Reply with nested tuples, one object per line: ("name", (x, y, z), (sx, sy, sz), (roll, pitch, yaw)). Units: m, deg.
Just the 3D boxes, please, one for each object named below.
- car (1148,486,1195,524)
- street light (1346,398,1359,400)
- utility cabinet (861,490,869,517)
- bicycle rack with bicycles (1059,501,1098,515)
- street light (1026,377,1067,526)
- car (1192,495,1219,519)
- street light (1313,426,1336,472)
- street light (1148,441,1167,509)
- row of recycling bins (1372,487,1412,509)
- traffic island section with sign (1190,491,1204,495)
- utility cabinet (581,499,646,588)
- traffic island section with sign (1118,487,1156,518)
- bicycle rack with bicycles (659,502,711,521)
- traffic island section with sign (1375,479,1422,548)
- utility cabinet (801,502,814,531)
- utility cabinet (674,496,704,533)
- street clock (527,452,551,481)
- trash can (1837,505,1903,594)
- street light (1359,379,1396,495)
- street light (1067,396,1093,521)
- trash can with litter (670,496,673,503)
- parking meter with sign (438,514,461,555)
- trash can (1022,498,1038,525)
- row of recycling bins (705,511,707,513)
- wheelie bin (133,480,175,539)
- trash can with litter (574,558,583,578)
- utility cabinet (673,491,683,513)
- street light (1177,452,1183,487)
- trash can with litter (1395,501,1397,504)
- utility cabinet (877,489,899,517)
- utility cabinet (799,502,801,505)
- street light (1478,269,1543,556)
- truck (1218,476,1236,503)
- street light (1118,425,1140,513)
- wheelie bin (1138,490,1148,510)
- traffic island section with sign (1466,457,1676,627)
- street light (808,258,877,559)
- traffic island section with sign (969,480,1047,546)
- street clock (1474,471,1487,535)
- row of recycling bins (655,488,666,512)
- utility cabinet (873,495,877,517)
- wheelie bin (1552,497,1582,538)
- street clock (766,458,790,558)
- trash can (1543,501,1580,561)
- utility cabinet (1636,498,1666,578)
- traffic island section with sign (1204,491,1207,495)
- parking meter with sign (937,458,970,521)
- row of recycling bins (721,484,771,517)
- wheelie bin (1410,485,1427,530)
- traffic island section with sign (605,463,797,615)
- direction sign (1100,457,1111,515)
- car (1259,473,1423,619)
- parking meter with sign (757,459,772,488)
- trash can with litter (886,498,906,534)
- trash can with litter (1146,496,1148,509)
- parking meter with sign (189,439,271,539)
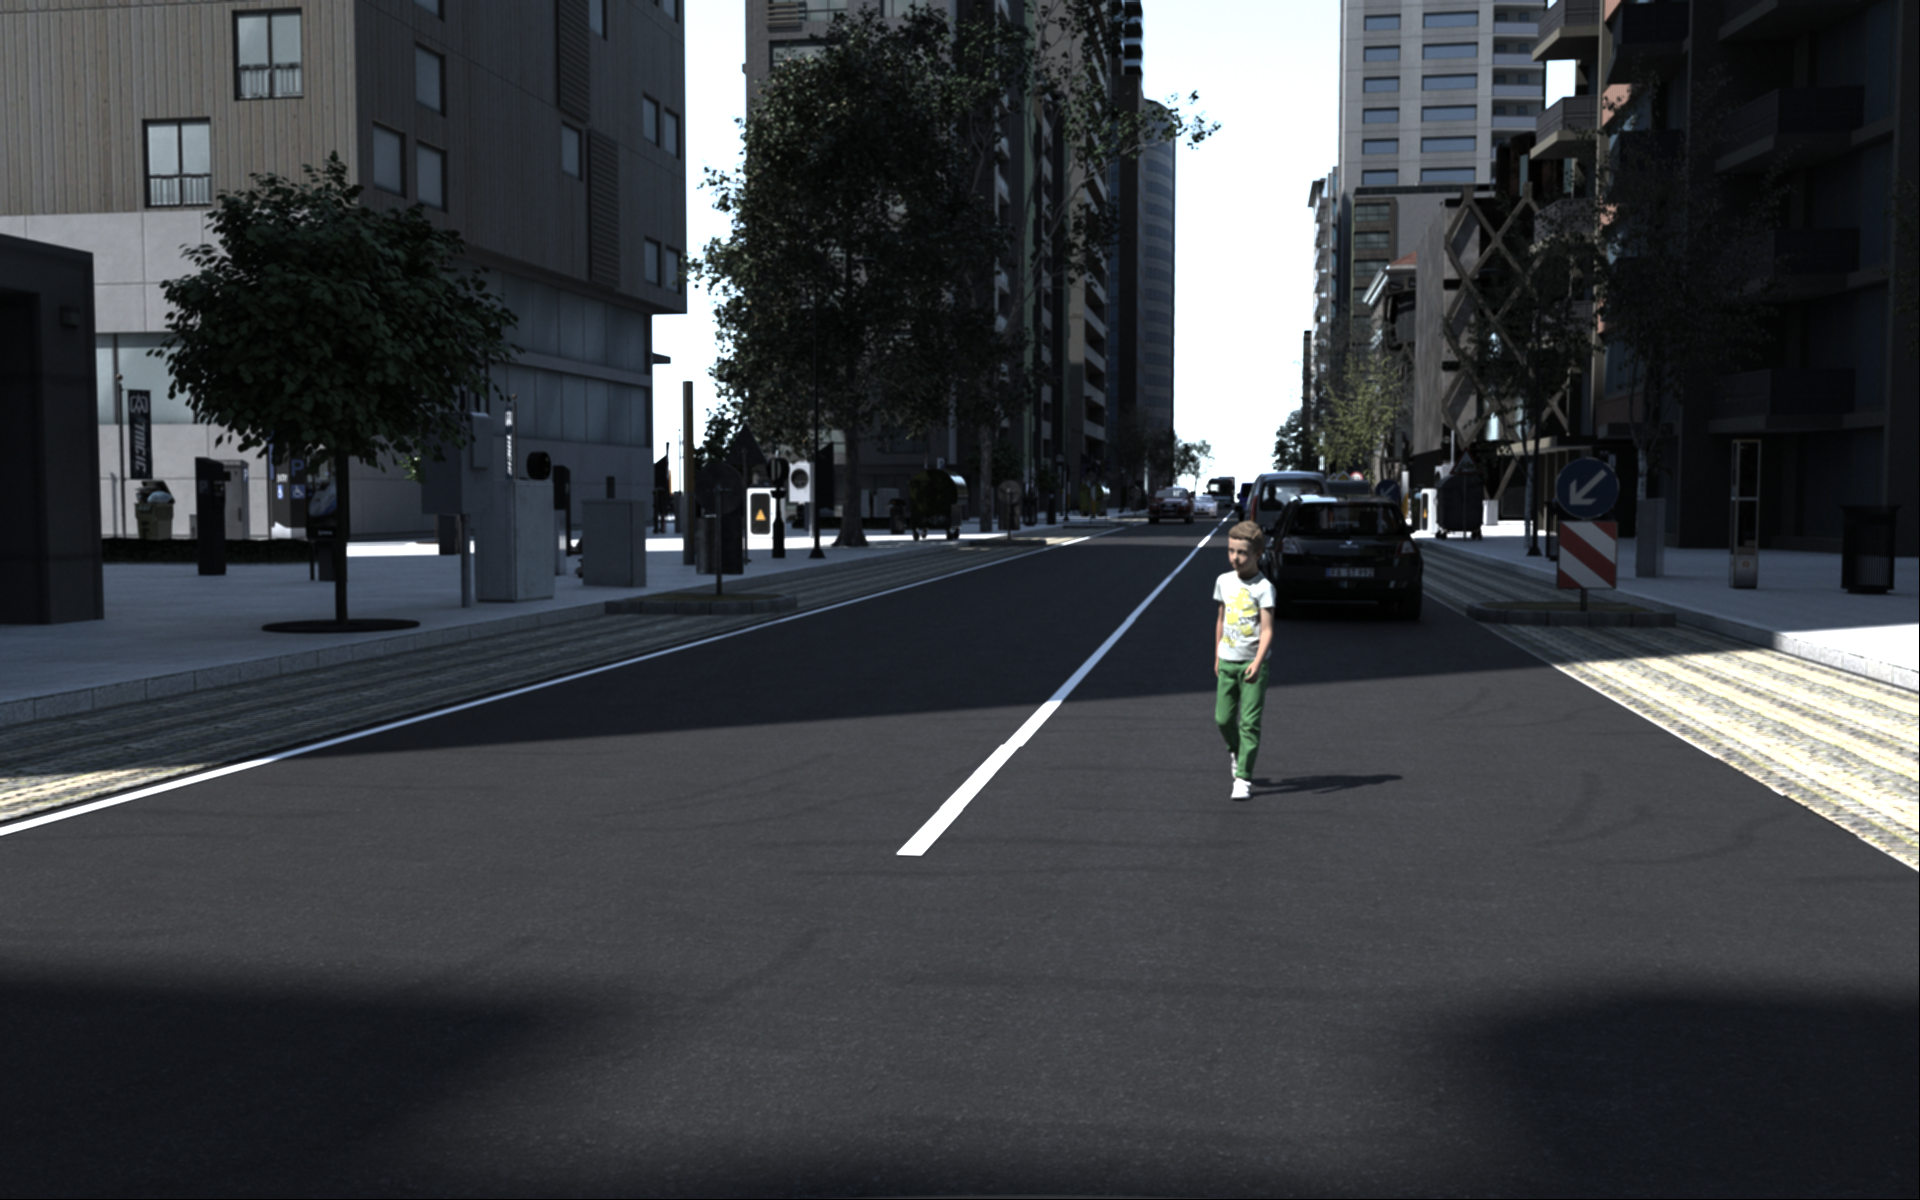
("car", (10.363, -4.652, 84.740), (2.281, 1.827, 5.304), (1, 4, 10))
("street light", (19.288, -6.791, 83.573), (1.470, 5.913, 1.316), (1, 4, 9))
("utility cabinet", (-5.078, -4.698, 85.486), (1.173, 1.500, 0.318), (-2, 4, -32))
("bicycle rack with bicycles", (7.633, -5.776, 107.815), (2.925, 0.926, 2.852), (0, 4, -2))
("street light", (3.327, -5.886, 68.776), (1.470, 5.913, 1.316), (1, 4, 9))
("car", (14.323, -5.534, 102.840), (2.083, 1.381, 4.827), (1, 4, 9))
("street light", (25.016, -8.897, 118.002), (1.470, 5.913, 1.316), (1, 4, 9))
("street light", (17.905, -11.221, 156.006), (1.470, 5.913, 1.316), (1, 4, 9))
("row of recycling bins", (24.611, -5.709, 100.459), (3.534, 1.692, 1.069), (-1, 4, -13))
("traffic island section with sign", (27.682, -12.058, 205.780), (1.989, 1.847, 2.006), (1, 4, 9))
("utility cabinet", (-4.816, -0.793, 24.121), (1.020, 1.237, 0.306), (3, 4, 36))
("traffic island section with sign", (10.370, -5.712, 102.025), (1.989, 1.847, 2.006), (1, 4, 9))
("bicycle rack with bicycles", (-12.993, -4.331, 84.193), (2.925, 0.926, 2.852), (3, 5, 44))
("traffic island section with sign", (11.330, -2.322, 46.587), (1.989, 1.847, 2.006), (1, 4, 9))
("utility cabinet", (-5.150, -2.998, 60.180), (0.306, 1.237, 1.020), (-1, 4, -19))
("utility cabinet", (-8.986, -2.831, 57.446), (0.306, 1.237, 1.020), (3, 5, 44))
("street clock", (-7.223, -1.540, 29.755), (0.358, 2.002, 0.471), (1, 4, 13))
("trash can", (11.707, -0.652, 22.316), (0.748, 1.137, 0.748), (0, 3, 0))
("street light", (17.051, -5.977, 70.259), (1.470, 5.913, 1.316), (1, 4, 9))
("street light", (5.582, -6.691, 81.943), (1.470, 5.913, 1.316), (1, 4, 9))
("trash can with litter", (-20.183, -7.128, 127.601), (2.233, 1.210, 1.678), (2, 4, 34))
("parking meter with sign", (-10.925, -2.502, 37.162), (0.543, 3.016, 1.738), (-1, 4, -12))
("trash can", (2.884, -3.657, 71.443), (0.748, 1.137, 0.748), (0, 3, 0))
("row of recycling bins", (-15.310, -6.313, 110.333), (3.534, 1.692, 1.069), (-3, 5, -42))
("wheelie bin", (-18.691, -1.976, 40.209), (0.980, 1.594, 0.693), (1, 4, 18))
("trash can with litter", (-5.496, -0.947, 26.876), (0.624, 1.170, 1.055), (1, 4, 20))
("utility cabinet", (-18.007, -6.238, 110.674), (0.318, 1.500, 1.173), (0, 4, 6))
("street light", (23.641, -13.328, 190.458), (1.470, 5.913, 1.316), (1, 4, 9))
("trash can with litter", (23.281, -4.998, 93.108), (0.624, 1.170, 1.055), (3, 5, 43))
("utility cabinet", (-2.955, -3.838, 71.432), (0.318, 1.500, 1.173), (2, 4, 32))
("utility cabinet", (-8.046, -4.927, 91.714), (1.020, 1.237, 0.306), (2, 4, 30))
("street light", (11.379, -3.870, 35.821), (1.470, 5.913, 1.316), (1, 4, 9))
("truck", (42.085, -17.401, 273.411), (2.839, 4.237, 11.283), (1, 4, 11))
("street light", (11.374, -8.815, 116.664), (1.470, 5.913, 1.316), (1, 4, 9))
("wheelie bin", (14.561, -7.973, 138.269), (0.980, 1.594, 0.693), (0, 4, -3))
("traffic island section with sign", (6.820, -0.669, 19.571), (1.989, 1.847, 2.006), (1, 4, 9))
("street light", (-2.316, -3.774, 34.249), (1.470, 5.913, 1.316), (1, 4, 9))
("traffic island section with sign", (1.372, -2.421, 48.209), (1.989, 1.847, 2.006), (1, 4, 9))
("street clock", (15.983, -2.987, 53.407), (0.471, 2.002, 0.358), (2, 4, 26))
("row of recycling bins", (-20.053, -6.266, 109.564), (1.069, 1.692, 3.534), (3, 5, 41))
("utility cabinet", (-3.747, -4.321, 81.807), (0.306, 1.237, 1.020), (-2, 4, -28))
("wheelie bin", (14.407, -2.007, 40.726), (0.980, 1.594, 0.693), (2, 4, 25))
("street clock", (-3.636, -1.841, 34.665), (0.358, 2.002, 0.471), (-3, 5, -44))
("trash can", (11.539, -1.315, 33.160), (0.748, 1.137, 0.748), (0, 3, 0))
("utility cabinet", (10.765, -0.969, 27.009), (0.306, 1.237, 1.020), (2, 4, 29))
("traffic island section with sign", (41.175, -17.003, 286.625), (1.989, 1.847, 2.006), (1, 4, 9))
("parking meter with sign", (-0.285, -5.329, 83.397), (0.543, 3.016, 1.738), (3, 5, 44))
("row of recycling bins", (-8.675, -3.898, 70.844), (1.069, 1.692, 3.534), (1, 4, 21))
("wheelie bin", (16.324, -3.266, 61.311), (0.693, 1.594, 0.980), (-1, 4, -8))
("traffic island section with sign", (-3.093, -0.779, 21.364), (1.989, 1.847, 2.006), (1, 4, 9))
("direction sign", (8.803, -6.911, 104.993), (0.379, 3.537, 0.876), (-3, 4, -39))
("car", (4.630, -0.703, 21.276), (2.009, 1.686, 4.222), (1, 4, 8))
("parking meter with sign", (-9.855, -5.558, 87.134), (0.543, 3.016, 1.738), (-2, 4, -31))
("trash can with litter", (-2.028, -2.688, 55.343), (0.624, 1.170, 1.055), (0, 4, 1))
("trash can with litter", (15.977, -8.392, 148.602), (0.624, 1.170, 1.055), (0, 4, -6))
("parking meter with sign", (-16.355, -2.603, 38.827), (1.738, 3.016, 0.543), (0, 4, -5))
